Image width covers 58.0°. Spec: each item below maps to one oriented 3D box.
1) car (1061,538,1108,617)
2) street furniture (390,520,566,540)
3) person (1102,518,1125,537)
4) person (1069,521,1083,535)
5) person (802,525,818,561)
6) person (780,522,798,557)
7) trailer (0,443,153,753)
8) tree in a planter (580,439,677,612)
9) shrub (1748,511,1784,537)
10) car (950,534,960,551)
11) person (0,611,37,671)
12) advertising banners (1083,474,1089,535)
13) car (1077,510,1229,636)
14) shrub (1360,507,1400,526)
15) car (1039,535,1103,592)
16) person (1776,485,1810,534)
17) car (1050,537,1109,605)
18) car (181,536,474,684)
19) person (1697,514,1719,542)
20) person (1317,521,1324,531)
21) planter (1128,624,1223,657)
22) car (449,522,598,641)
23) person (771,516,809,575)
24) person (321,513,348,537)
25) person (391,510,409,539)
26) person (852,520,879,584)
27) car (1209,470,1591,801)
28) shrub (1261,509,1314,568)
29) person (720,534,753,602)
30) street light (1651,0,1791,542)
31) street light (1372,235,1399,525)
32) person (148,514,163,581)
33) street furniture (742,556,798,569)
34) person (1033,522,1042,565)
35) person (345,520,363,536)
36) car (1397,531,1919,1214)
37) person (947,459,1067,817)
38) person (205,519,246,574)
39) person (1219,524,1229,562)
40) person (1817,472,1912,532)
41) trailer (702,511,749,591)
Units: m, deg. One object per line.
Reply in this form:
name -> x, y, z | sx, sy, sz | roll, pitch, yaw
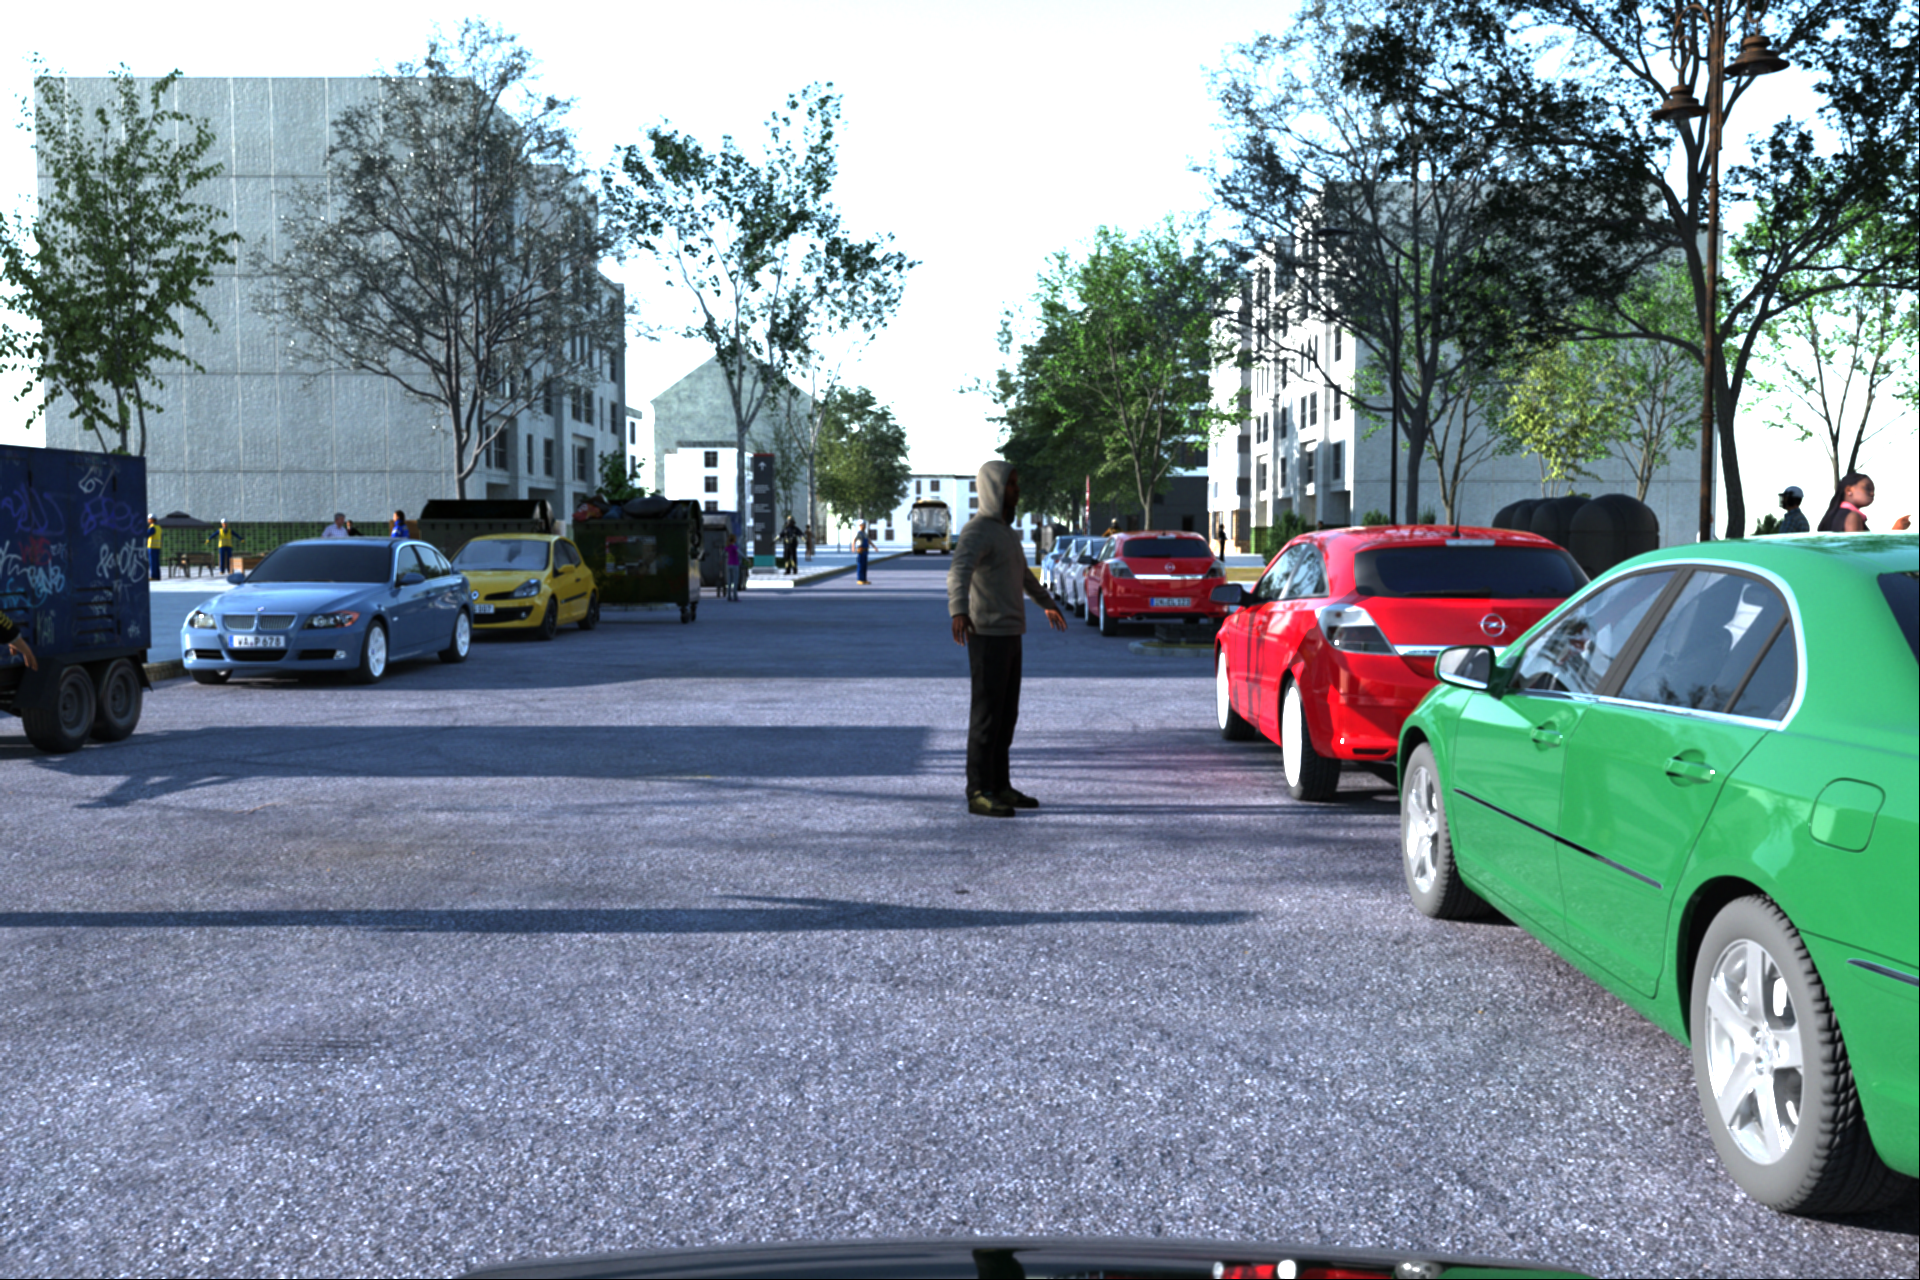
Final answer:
car -> 2.897, -1.155, 31.248 | 2.083, 1.381, 4.827 | 0, 3, 0
street furniture -> -13.868, -2.923, 54.638 | 9.812, 1.723, 11.010 | 0, 4, 5
person -> 5.610, -3.475, 62.589 | 1.354, 1.858, 0.705 | 1, 4, 9
person -> 5.237, -4.351, 76.996 | 1.347, 1.847, 0.705 | -1, 4, -13
person -> -7.164, -4.638, 82.636 | 0.721, 1.733, 1.217 | -3, 5, -42
person -> -7.632, -4.308, 76.664 | 0.704, 1.802, 1.346 | -3, 5, -40
trailer -> -6.516, -0.237, 10.926 | 1.471, 1.999, 3.904 | 0, 4, 1
tree in a planter -> -6.477, -2.183, 32.915 | 1.991, 3.239, 1.994 | 0, 4, 1
shrub -> 25.976, -3.124, 55.503 | 1.690, 2.028, 1.600 | 0, 3, 0
car -> -0.510, -7.332, 131.669 | 2.131, 1.459, 4.920 | 0, 4, -1
person -> -4.191, 0.120, 6.428 | 1.347, 1.837, 0.705 | -2, 4, -25
advertising banners -> 3.741, -3.381, 51.469 | 0.090, 3.025, 2.074 | 0, 4, 1
car -> 2.858, -1.024, 25.778 | 2.155, 1.783, 4.494 | 0, 4, 0
shrub -> 11.523, -2.679, 48.215 | 1.690, 2.028, 1.600 | 0, 3, 0
car -> 3.055, -1.985, 44.465 | 2.014, 1.417, 4.499 | 0, 4, -1
person -> 9.674, -0.880, 20.225 | 0.704, 1.849, 1.345 | 3, 5, 43
car -> 2.957, -1.458, 36.195 | 2.083, 1.381, 4.827 | 0, 3, 0
car -> -6.418, -0.371, 18.069 | 2.014, 1.417, 4.499 | 0, 4, 1
person -> 19.416, -2.371, 44.924 | 1.344, 1.810, 0.704 | -3, 5, -42
person -> 14.351, -3.853, 69.131 | 0.704, 1.812, 1.346 | 0, 4, -2
planter -> 3.082, 0.001, 21.128 | 1.991, 0.319, 1.994 | 0, 4, 0
car -> -6.326, -0.874, 24.522 | 2.015, 1.641, 3.980 | 0, 4, 0
person -> -5.363, -3.005, 54.905 | 1.354, 1.856, 0.705 | 1, 4, 22
person -> -12.610, -1.722, 35.136 | 0.436, 1.711, 0.756 | 3, 4, 38
person -> -12.974, -2.082, 40.023 | 0.704, 1.831, 1.345 | 0, 4, 0
person -> -2.764, -2.523, 49.564 | 0.705, 1.847, 1.347 | 2, 4, 28
car -> 2.691, -0.106, 10.773 | 2.155, 1.783, 4.494 | 0, 4, 1
shrub -> 9.604, -2.838, 50.442 | 1.661, 2.075, 1.752 | 0, 3, 0
person -> -4.768, -1.529, 36.728 | 0.991, 1.433, 0.599 | 3, 5, 40
street light -> 6.043, -2.517, 13.947 | 0.468, 5.910, 1.993 | 0, 4, 1
street light -> 7.170, -3.293, 26.381 | 1.470, 5.913, 1.316 | 0, 4, 1
person -> -22.065, -2.531, 47.344 | 0.705, 1.833, 1.349 | 0, 4, -2
street furniture -> -11.128, -3.080, 65.981 | 5.734, 0.657, 10.072 | -3, 5, -44
person -> 3.310, -4.022, 72.024 | 0.705, 1.796, 1.348 | -1, 4, -22
person -> -23.083, -3.630, 65.533 | 1.347, 1.806, 0.705 | 0, 4, -4
car -> 2.616, 0.411, 5.071 | 2.131, 1.459, 4.920 | 0, 4, 1
person -> 0.210, -0.021, 8.927 | 0.705, 1.813, 1.348 | 2, 4, 24
person -> -23.498, -2.995, 55.436 | 1.216, 1.772, 0.721 | -2, 4, -28
person -> 12.159, -4.467, 79.760 | 0.721, 1.740, 1.216 | 1, 4, 23
person -> 5.269, -0.158, 10.104 | 0.415, 1.643, 0.593 | -3, 4, -38
trailer -> -6.189, -2.207, 43.127 | 1.471, 1.999, 3.904 | 0, 4, 1
